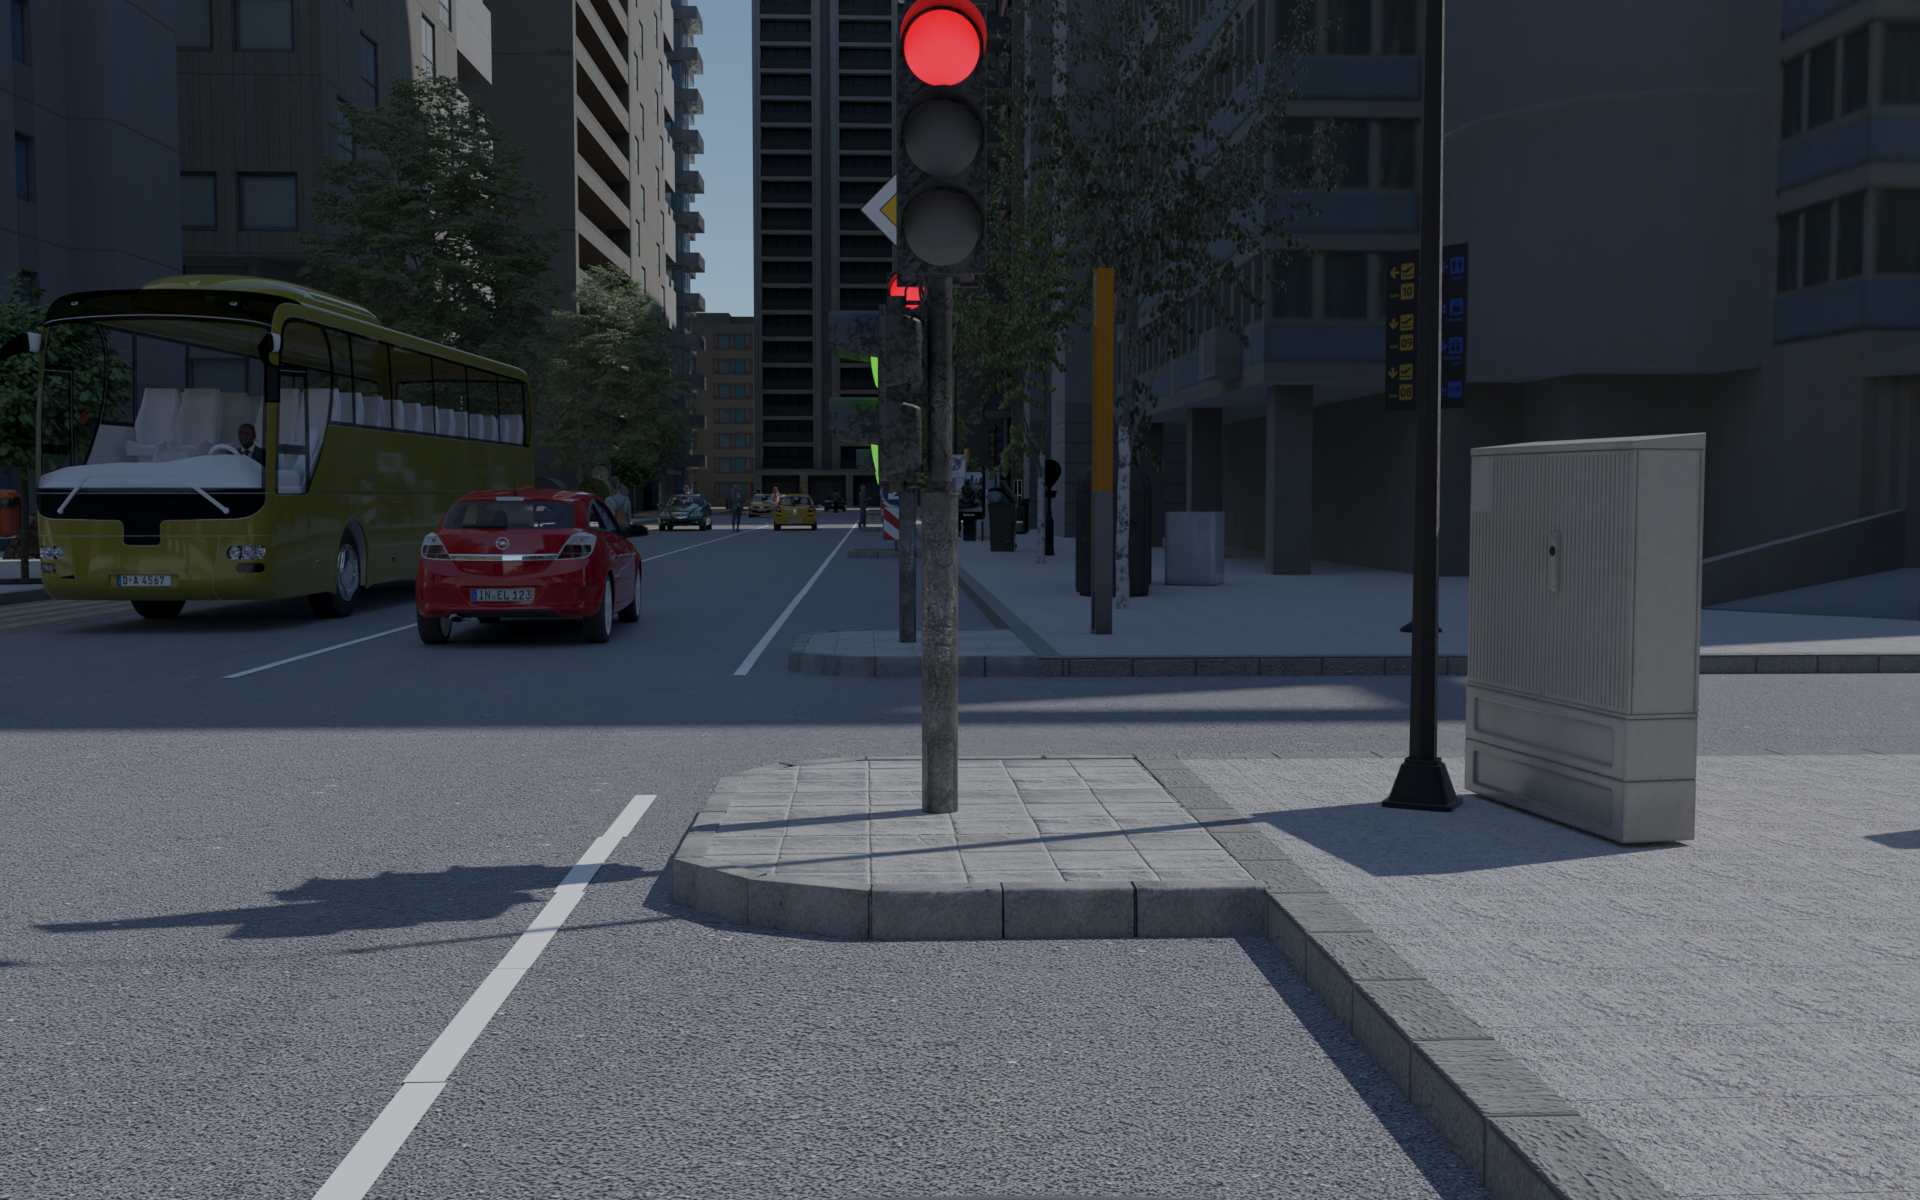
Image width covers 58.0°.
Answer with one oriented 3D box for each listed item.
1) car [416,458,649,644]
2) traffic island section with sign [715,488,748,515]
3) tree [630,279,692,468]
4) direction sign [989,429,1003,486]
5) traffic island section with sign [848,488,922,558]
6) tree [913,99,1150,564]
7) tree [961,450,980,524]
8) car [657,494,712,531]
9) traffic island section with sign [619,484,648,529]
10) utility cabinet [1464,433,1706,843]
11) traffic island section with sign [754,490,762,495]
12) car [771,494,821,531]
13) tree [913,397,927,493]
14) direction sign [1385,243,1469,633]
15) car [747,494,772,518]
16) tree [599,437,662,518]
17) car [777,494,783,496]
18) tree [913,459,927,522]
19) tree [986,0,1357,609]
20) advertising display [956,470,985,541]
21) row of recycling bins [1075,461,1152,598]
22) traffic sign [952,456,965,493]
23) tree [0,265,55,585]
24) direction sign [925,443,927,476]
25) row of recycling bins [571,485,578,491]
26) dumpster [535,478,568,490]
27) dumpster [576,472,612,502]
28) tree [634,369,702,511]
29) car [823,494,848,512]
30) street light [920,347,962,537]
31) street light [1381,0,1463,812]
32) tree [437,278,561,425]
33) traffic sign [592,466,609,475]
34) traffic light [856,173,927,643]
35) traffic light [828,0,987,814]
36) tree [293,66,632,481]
[{"bbox_3d":[-4.384,-0.552,18.067,2.155,1.783,4.494,0,4,-5],"label":"car"},{"bbox_3d":[-15.373,-6.578,116.174,1.989,1.847,2.006,0,4,-3],"label":"traffic island section with sign"},{"bbox_3d":[-17.003,-10.234,85.450,7.486,12.596,7.792,0,3,0],"label":"tree"},{"bbox_3d":[1.244,-4.189,60.487,0.379,3.537,0.876,-2,4,-30],"label":"direction sign"},{"bbox_3d":[-1.566,-1.892,39.566,1.989,1.847,2.006,0,4,-3],"label":"traffic island section with sign"},{"bbox_3d":[1.259,-4.978,31.750,4.737,8.622,4.395,0,3,0],"label":"tree"},{"bbox_3d":[0.474,-4.921,75.054,1.663,3.219,1.824,0,3,0],"label":"tree"},{"bbox_3d":[-10.902,-3.494,68.922,2.131,1.459,4.920,0,4,-3],"label":"car"},{"bbox_3d":[-13.059,-3.542,66.540,1.989,1.847,2.006,0,4,-3],"label":"traffic island section with sign"},{"bbox_3d":[2.407,0.114,6.811,0.318,1.500,1.173,-1,4,-12],"label":"utility cabinet"},{"bbox_3d":[-16.620,-8.225,143.100,1.989,1.847,2.006,0,4,-3],"label":"traffic island section with sign"},{"bbox_3d":[-6.583,-3.625,69.488,2.015,1.641,3.980,0,4,-4],"label":"car"},{"bbox_3d":[-2.389,-9.376,103.667,4.360,8.622,3.978,0,3,0],"label":"tree"},{"bbox_3d":[4.296,-1.470,16.033,0.379,3.537,0.876,-3,4,-39],"label":"direction sign"},{"bbox_3d":[-12.106,-5.916,106.948,2.015,1.641,3.980,0,4,-2],"label":"car"},{"bbox_3d":[-17.779,-6.711,93.436,4.285,4.588,4.351,0,3,0],"label":"tree"},{"bbox_3d":[-12.424,-6.659,119.105,2.015,1.641,3.980,0,4,-3],"label":"car"},{"bbox_3d":[-1.448,-5.283,80.974,1.663,3.219,1.824,0,3,0],"label":"tree"},{"bbox_3d":[2.054,-4.207,19.153,4.360,8.622,3.978,0,3,0],"label":"tree"},{"bbox_3d":[0.258,-2.573,47.285,0.974,1.923,0.123,2,4,34],"label":"advertising display"},{"bbox_3d":[2.062,-0.980,23.130,1.069,1.692,3.534,0,4,7],"label":"row of recycling bins"},{"bbox_3d":[-0.144,-2.634,45.202,0.606,2.300,0.079,0,4,3],"label":"traffic sign"},{"bbox_3d":[-13.562,-2.522,24.952,4.285,4.588,4.351,0,3,0],"label":"tree"},{"bbox_3d":[-1.244,-5.151,76.218,0.379,3.537,0.876,-3,4,-38],"label":"direction sign"},{"bbox_3d":[-17.358,-4.514,80.918,3.534,1.692,1.069,-1,4,-23],"label":"row of recycling bins"},{"bbox_3d":[-15.214,-3.551,63.811,1.264,1.857,1.865,0,4,-3],"label":"dumpster"},{"bbox_3d":[-15.877,-4.466,75.507,1.502,2.255,1.985,0,4,-3],"label":"dumpster"},{"bbox_3d":[-17.129,-9.150,99.960,4.737,8.622,4.395,0,3,0],"label":"tree"},{"bbox_3d":[-10.262,-8.119,142.524,2.009,1.686,4.222,0,4,-2],"label":"car"},{"bbox_3d":[-0.669,-4.835,51.593,1.470,5.913,1.316,0,4,-3],"label":"street light"},{"bbox_3d":[1.369,-2.105,6.957,1.470,5.913,1.316,0,4,-3],"label":"street light"},{"bbox_3d":[-15.296,-6.493,56.519,4.737,8.622,4.395,0,3,0],"label":"tree"},{"bbox_3d":[-16.209,-4.766,78.022,0.768,2.556,0.104,0,4,7],"label":"traffic sign"},{"bbox_3d":[-0.472,-1.588,14.878,0.839,4.253,0.868,0,4,-3],"label":"traffic light"},{"bbox_3d":[-0.100,-1.100,6.901,0.839,4.253,0.868,0,4,-3],"label":"traffic light"},{"bbox_3d":[-14.037,-7.855,46.564,7.486,12.596,7.792,0,3,0],"label":"tree"}]
